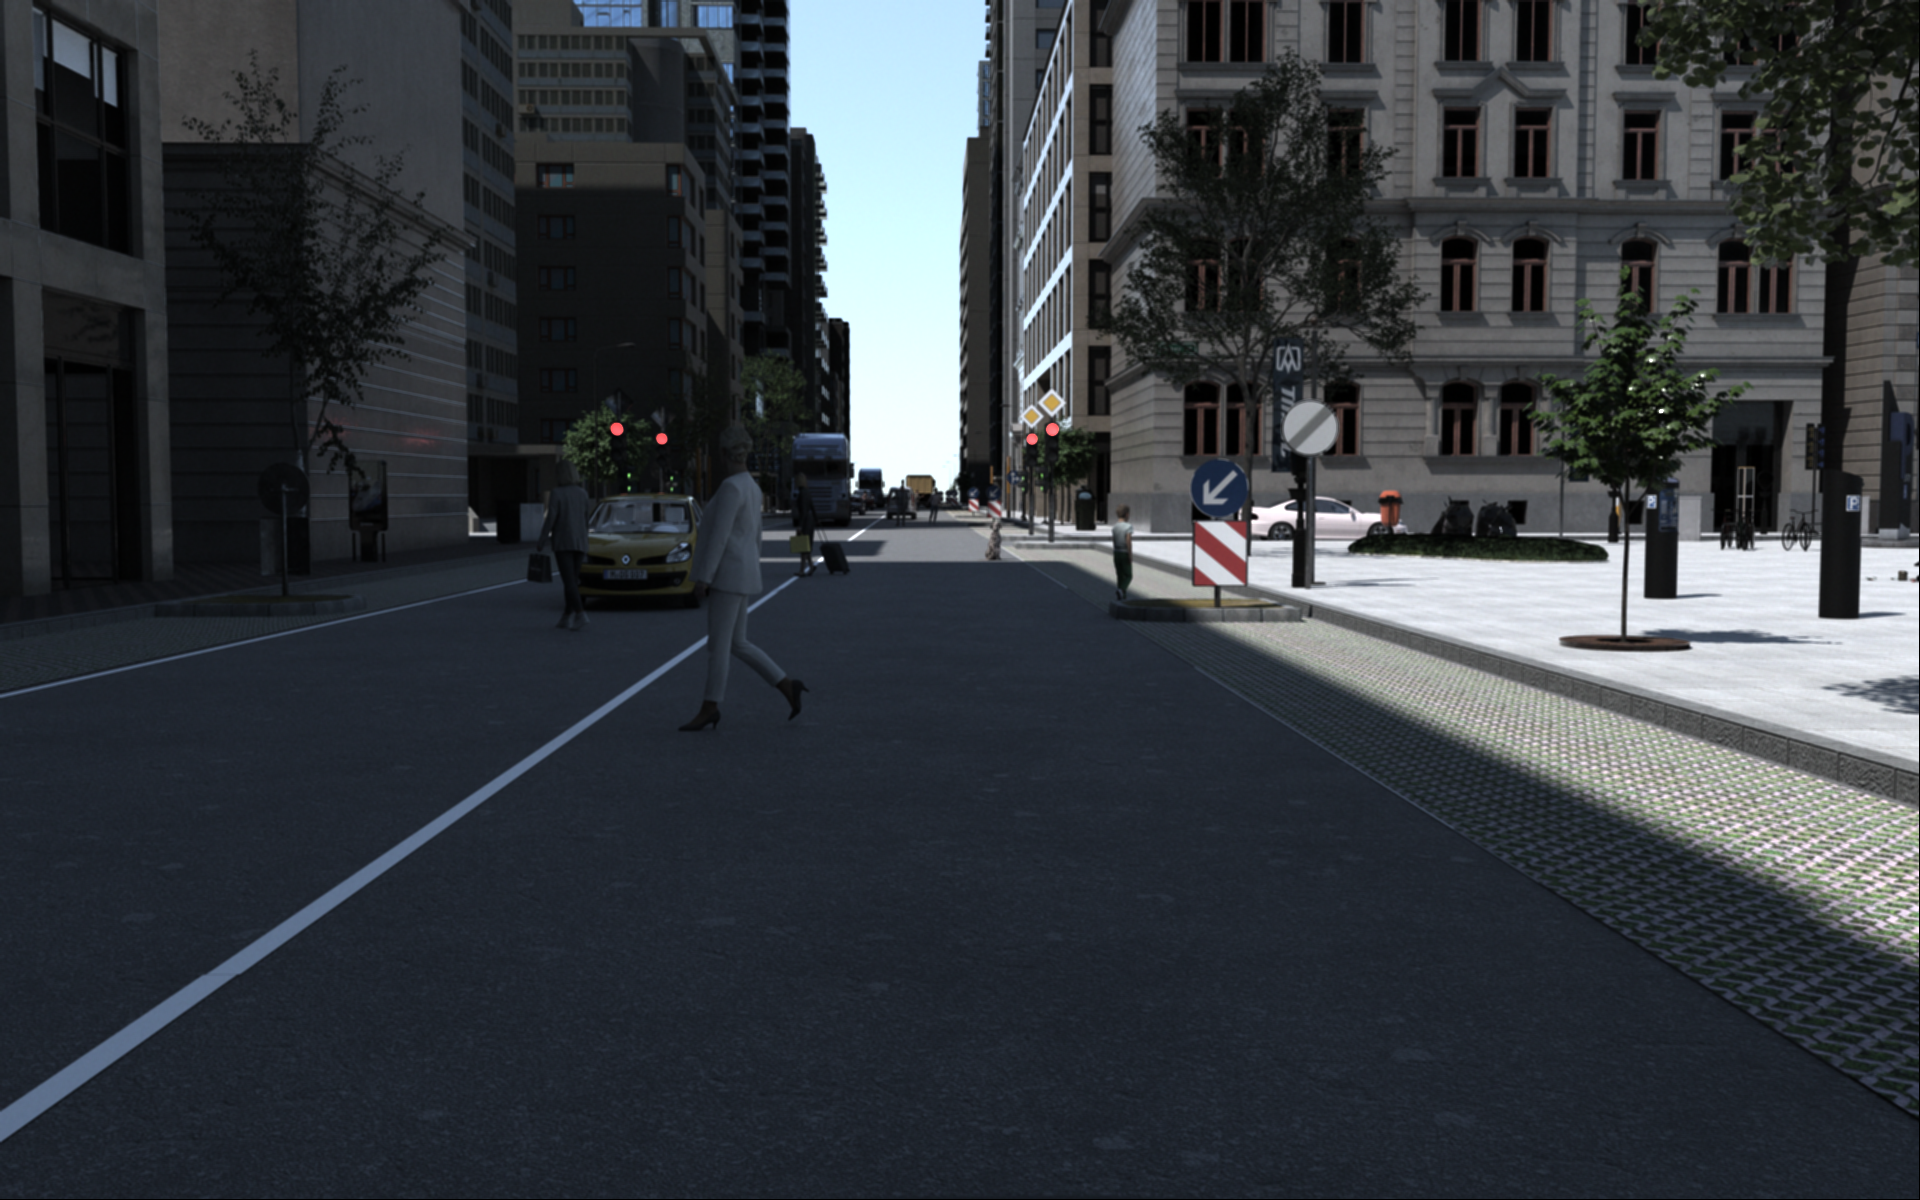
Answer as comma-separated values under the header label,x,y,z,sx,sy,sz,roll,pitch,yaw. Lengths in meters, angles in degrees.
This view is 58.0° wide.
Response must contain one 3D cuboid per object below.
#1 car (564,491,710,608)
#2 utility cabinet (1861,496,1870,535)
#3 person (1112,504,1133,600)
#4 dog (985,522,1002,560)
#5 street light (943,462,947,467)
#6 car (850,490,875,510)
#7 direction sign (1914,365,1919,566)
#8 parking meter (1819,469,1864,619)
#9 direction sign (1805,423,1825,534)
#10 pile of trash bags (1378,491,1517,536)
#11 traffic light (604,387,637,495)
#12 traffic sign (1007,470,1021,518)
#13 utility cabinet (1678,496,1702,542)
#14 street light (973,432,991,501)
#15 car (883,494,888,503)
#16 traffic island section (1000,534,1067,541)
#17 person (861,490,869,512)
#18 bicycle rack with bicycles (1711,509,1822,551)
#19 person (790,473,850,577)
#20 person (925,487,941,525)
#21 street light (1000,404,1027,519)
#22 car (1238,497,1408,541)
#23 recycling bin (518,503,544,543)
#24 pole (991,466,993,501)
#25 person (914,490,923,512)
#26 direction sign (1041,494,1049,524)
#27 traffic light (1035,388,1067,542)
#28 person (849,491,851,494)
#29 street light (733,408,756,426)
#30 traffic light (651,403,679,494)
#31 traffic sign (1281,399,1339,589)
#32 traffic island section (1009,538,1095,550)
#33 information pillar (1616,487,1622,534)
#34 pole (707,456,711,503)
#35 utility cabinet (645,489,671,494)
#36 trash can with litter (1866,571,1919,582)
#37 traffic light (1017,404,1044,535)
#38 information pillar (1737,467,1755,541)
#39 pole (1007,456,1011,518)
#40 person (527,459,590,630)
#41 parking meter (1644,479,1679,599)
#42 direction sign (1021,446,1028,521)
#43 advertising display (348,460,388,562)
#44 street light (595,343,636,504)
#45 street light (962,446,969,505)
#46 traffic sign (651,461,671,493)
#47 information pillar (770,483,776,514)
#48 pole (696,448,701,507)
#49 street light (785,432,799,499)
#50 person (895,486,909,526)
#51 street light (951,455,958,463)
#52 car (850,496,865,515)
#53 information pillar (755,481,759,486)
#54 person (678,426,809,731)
label,x,y,z,sx,sy,sz,roll,pitch,yaw
car,-4.160,-0.778,22.949,2.015,1.641,3.980,0,4,-3
utility cabinet,28.706,-2.681,55.002,0.306,1.237,1.020,2,4,27
person,2.094,-0.588,22.368,0.306,1.304,0.590,1,4,20
dog,0.630,-1.269,37.578,0.800,0.831,0.513,-2,4,-34
street light,-1.272,-16.886,248.631,1.470,5.913,1.316,0,4,-1
car,-8.712,-8.918,154.484,2.281,1.827,5.304,0,4,-3
direction sign,17.209,-2.370,30.741,0.876,3.537,0.379,-2,4,-33
parking meter,9.105,-0.580,17.901,0.372,1.533,0.369,0,3,0
direction sign,27.464,-3.895,55.673,0.876,3.537,0.379,-2,4,-27
pile of trash bags,12.408,-2.103,44.129,3.447,1.369,1.912,1,4,15
traffic light,-8.950,-3.466,45.592,0.839,4.253,0.868,0,4,-1
traffic sign,2.910,-5.709,93.453,0.768,2.556,0.104,0,4,-1
utility cabinet,19.571,-2.195,47.053,1.020,1.237,0.306,1,4,15
street light,1.730,-9.572,129.036,1.470,5.913,1.316,0,4,-1
car,-10.112,-13.453,228.759,1.959,1.807,4.718,0,4,-3
traffic island section,2.245,-1.940,53.992,2.009,0.180,2.903,0,4,-1
person,-7.709,-7.968,139.488,0.721,1.736,1.217,2,4,31
bicycle rack with bicycles,18.597,-1.629,40.009,2.852,0.926,2.925,3,4,38
person,-2.484,-1.324,30.364,0.699,1.804,1.509,3,5,40
person,-1.306,-4.418,81.411,0.731,1.740,0.598,-2,4,-26
street light,2.754,-7.175,89.859,1.470,5.913,1.316,0,4,-1
car,10.365,-2.277,49.593,4.827,1.381,2.083,0,4,-1
recycling bin,-11.539,-2.061,46.249,0.722,1.027,0.722,-2,4,-27
pole,2.326,-8.075,125.871,0.158,3.312,0.155,0,3,0
person,-3.377,-8.143,142.174,0.750,1.759,0.617,-1,4,-21
direction sign,3.670,-5.050,74.560,0.876,3.537,0.379,0,4,5
traffic light,2.407,-3.485,45.895,0.839,4.253,0.868,0,4,-1
person,-12.671,-11.681,199.452,1.348,1.831,0.705,1,4,21
street light,-11.643,-7.382,93.238,1.470,5.913,1.316,0,4,-1
traffic light,-9.153,-3.954,53.574,0.839,4.253,0.868,0,4,-1
traffic sign,4.709,-1.423,23.375,0.768,2.556,0.104,0,4,7
traffic island section,2.447,-1.451,46.010,2.009,0.180,2.903,0,4,-1
information pillar,20.992,-3.901,55.136,0.183,3.616,0.504,2,4,32
pole,-13.431,-6.050,92.762,0.158,3.312,0.155,0,3,0
utility cabinet,-14.126,-4.424,81.019,1.173,1.500,0.318,1,4,17
trash can with litter,14.496,-0.867,25.231,2.233,1.210,1.678,3,5,43
traffic light,2.204,-3.973,53.878,0.839,4.253,0.868,0,4,-1
information pillar,21.360,-2.606,47.099,0.304,2.012,0.304,-1,4,-10
pole,2.648,-6.123,93.948,0.158,3.312,0.155,0,3,0
person,-4.193,-0.588,18.305,0.728,1.800,0.709,3,5,44
parking meter,8.629,-0.788,21.295,0.372,1.533,0.369,0,3,0
direction sign,3.071,-5.522,82.277,0.379,3.537,0.876,-1,4,-11
advertising display,-11.215,-1.689,32.824,0.974,1.923,0.123,2,4,32
street light,-10.688,-4.953,53.518,1.470,5.913,1.316,0,4,-1
street light,0.898,-11.831,165.982,1.470,5.913,1.316,0,4,-1
traffic sign,-11.139,-3.937,64.480,0.768,2.556,0.104,0,4,3
information pillar,-12.299,-6.691,113.894,0.304,2.012,0.304,-2,4,-31
pole,-11.519,-5.044,76.319,0.158,3.312,0.155,0,3,0
street light,-12.540,-9.628,129.961,1.470,5.913,1.316,0,4,-1
person,-2.632,-4.263,78.304,0.635,1.810,0.391,0,4,-2
street light,-0.116,-14.253,205.571,1.470,5.913,1.316,0,4,-1
car,-7.402,-6.445,117.954,1.945,1.354,3.894,0,4,0
information pillar,-11.885,-5.879,100.617,0.304,2.012,0.304,1,4,11
person,-1.318,-0.134,10.562,0.818,1.842,0.514,-1,4,-13
